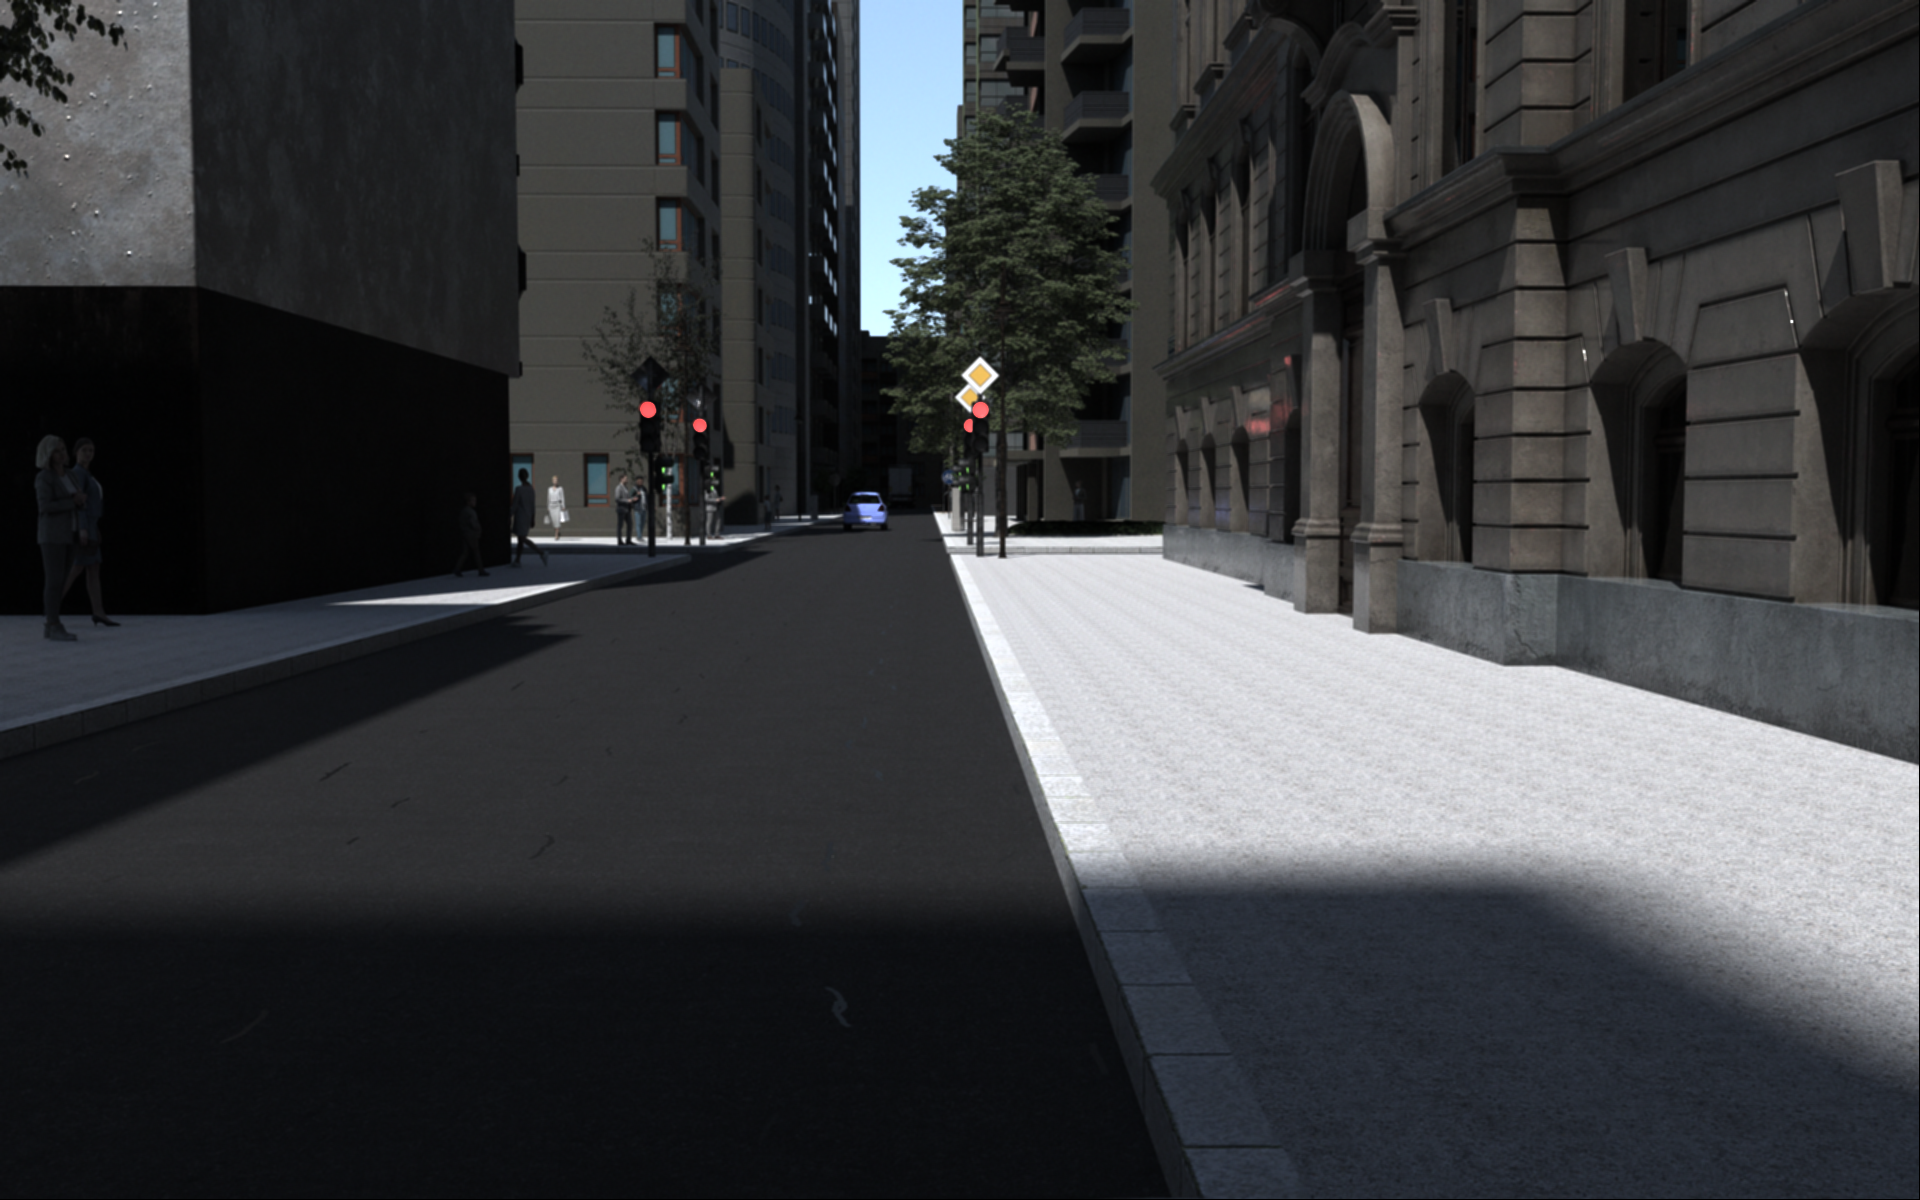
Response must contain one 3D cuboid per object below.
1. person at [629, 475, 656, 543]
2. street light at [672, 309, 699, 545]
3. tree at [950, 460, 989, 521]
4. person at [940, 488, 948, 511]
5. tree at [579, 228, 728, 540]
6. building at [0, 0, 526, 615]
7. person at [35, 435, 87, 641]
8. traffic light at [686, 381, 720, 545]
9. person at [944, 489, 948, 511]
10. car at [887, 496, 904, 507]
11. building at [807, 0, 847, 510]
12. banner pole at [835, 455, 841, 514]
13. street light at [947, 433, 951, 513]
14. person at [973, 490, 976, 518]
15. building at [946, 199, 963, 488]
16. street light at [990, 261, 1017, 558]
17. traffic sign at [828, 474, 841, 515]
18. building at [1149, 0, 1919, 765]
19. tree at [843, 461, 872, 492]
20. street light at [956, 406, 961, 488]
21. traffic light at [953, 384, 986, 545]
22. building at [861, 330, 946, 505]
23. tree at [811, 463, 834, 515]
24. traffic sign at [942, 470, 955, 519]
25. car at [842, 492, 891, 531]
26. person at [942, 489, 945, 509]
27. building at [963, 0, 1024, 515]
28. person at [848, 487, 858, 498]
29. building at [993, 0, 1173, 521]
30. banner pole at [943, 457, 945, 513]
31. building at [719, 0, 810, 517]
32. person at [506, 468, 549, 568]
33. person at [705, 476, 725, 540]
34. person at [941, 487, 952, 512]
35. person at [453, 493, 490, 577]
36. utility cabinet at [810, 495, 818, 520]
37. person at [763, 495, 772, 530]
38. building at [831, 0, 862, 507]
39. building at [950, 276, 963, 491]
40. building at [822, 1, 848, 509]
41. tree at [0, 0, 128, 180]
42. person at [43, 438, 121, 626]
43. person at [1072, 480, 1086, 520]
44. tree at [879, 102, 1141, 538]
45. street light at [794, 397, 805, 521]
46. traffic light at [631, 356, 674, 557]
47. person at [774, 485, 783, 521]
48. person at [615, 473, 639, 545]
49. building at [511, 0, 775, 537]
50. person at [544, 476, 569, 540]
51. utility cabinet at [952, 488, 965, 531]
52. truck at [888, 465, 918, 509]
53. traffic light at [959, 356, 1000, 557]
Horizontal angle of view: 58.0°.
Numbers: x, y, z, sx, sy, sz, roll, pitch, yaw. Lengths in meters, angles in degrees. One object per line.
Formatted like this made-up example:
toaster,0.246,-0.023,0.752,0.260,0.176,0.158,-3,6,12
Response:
person,-8.429,-2.399,45.619,0.721,1.781,0.623,2,4,26
street light,-6.859,-4.321,43.432,0.468,5.910,1.993,0,4,-1
tree,0.265,-5.359,82.217,1.663,3.219,1.824,0,3,0
person,-1.047,-7.834,134.852,1.217,1.735,0.721,-3,5,-42
tree,-8.240,-5.983,48.189,4.360,8.622,3.978,0,3,0
building,-16.496,-9.693,25.941,16.811,18.784,16.820,0,4,-1
person,-7.921,-0.559,15.359,0.526,1.800,0.537,1,4,18
traffic light,-6.422,-3.320,43.196,0.839,4.253,0.868,0,4,-1
person,-0.925,-7.366,127.942,0.593,1.643,0.415,3,5,40
car,-6.894,-10.882,186.718,1.959,1.807,4.718,0,4,-2
building,-21.100,-31.428,133.460,23.786,49.044,30.456,0,4,-1
banner pole,-7.963,-7.478,112.288,0.401,3.779,0.863,-1,4,-17
street light,-0.797,-8.889,118.130,0.468,5.910,1.993,0,4,-1
person,0.644,-5.380,94.186,0.473,1.802,0.592,2,4,27
building,5.574,-24.467,171.737,14.160,30.474,14.107,0,4,-1
street light,0.854,-3.779,34.582,0.468,5.910,1.993,0,4,-1
traffic sign,-7.800,-6.574,107.590,0.768,2.556,0.104,0,4,6
building,9.507,-12.096,16.861,14.460,24.649,34.723,0,4,-1
tree,-10.363,-11.445,170.835,4.285,4.588,4.351,0,3,0
street light,-0.053,-6.499,79.050,0.468,5.910,1.993,0,4,-1
traffic light,0.238,-3.328,43.341,0.839,4.253,0.868,0,4,-1
building,-13.149,-22.739,216.816,28.899,21.520,27.650,0,4,-1
tree,-9.203,-7.532,117.754,1.663,3.219,1.824,0,3,0
traffic sign,-0.556,-5.504,90.088,0.768,2.556,0.104,0,4,5
car,-3.734,-3.619,68.755,1.945,1.707,3.694,0,4,-1
person,-1.424,-8.970,152.799,0.705,1.812,1.348,-1,4,-10
building,7.192,-27.209,128.469,14.154,41.232,14.086,0,4,-1
person,-9.347,-9.059,153.791,1.348,1.869,0.705,-2,4,-35
building,12.721,-25.666,74.259,22.147,44.769,28.867,0,4,-1
banner pole,-1.051,-7.668,115.389,0.401,3.779,0.863,-1,4,-9
building,-20.273,-34.145,100.276,21.231,58.520,28.212,0,4,-1
person,-7.554,-1.431,30.192,0.760,1.731,0.466,0,4,-4
person,-6.897,-2.602,48.791,0.583,1.804,0.606,1,4,13
person,-0.703,-7.248,124.627,1.350,1.814,0.705,-1,4,-10
person,-7.604,-1.010,26.835,0.475,1.303,0.640,2,4,34
utility cabinet,-7.214,-4.552,85.594,0.306,1.237,1.020,-1,4,-10
person,-6.812,-3.083,61.126,0.332,1.250,0.352,-2,4,-23
building,-21.073,-45.469,181.677,20.611,71.187,20.563,0,4,-1
building,13.187,-18.691,150.643,27.650,21.520,28.899,0,4,-1
building,-17.544,-30.947,156.089,14.600,45.320,14.200,0,4,-1
tree,-7.528,-3.750,11.675,4.360,8.622,3.978,0,3,0
person,-8.494,-0.651,16.717,0.654,1.822,0.581,0,4,-2
person,4.008,-3.189,58.730,0.519,1.759,0.362,3,4,39
tree,1.641,-8.115,50.802,7.486,12.596,7.792,0,3,0
street light,-7.648,-6.711,82.511,0.468,5.910,1.993,0,4,-1
traffic light,-6.267,-2.831,35.213,0.839,4.253,0.868,0,4,-1
person,-8.596,-4.554,81.509,0.522,1.701,0.512,-2,4,-31
person,-8.369,-2.278,43.483,0.583,1.804,0.606,1,4,9
building,-22.093,-13.446,64.876,27.650,21.520,28.899,0,4,-1
person,-11.196,-2.556,48.188,0.694,1.780,0.624,1,4,23
utility cabinet,-0.040,-3.126,59.792,0.318,1.500,1.173,1,4,8
truck,-5.788,-11.355,174.566,2.839,4.237,11.283,0,4,0
traffic light,0.392,-2.840,35.357,0.839,4.253,0.868,0,4,-1
